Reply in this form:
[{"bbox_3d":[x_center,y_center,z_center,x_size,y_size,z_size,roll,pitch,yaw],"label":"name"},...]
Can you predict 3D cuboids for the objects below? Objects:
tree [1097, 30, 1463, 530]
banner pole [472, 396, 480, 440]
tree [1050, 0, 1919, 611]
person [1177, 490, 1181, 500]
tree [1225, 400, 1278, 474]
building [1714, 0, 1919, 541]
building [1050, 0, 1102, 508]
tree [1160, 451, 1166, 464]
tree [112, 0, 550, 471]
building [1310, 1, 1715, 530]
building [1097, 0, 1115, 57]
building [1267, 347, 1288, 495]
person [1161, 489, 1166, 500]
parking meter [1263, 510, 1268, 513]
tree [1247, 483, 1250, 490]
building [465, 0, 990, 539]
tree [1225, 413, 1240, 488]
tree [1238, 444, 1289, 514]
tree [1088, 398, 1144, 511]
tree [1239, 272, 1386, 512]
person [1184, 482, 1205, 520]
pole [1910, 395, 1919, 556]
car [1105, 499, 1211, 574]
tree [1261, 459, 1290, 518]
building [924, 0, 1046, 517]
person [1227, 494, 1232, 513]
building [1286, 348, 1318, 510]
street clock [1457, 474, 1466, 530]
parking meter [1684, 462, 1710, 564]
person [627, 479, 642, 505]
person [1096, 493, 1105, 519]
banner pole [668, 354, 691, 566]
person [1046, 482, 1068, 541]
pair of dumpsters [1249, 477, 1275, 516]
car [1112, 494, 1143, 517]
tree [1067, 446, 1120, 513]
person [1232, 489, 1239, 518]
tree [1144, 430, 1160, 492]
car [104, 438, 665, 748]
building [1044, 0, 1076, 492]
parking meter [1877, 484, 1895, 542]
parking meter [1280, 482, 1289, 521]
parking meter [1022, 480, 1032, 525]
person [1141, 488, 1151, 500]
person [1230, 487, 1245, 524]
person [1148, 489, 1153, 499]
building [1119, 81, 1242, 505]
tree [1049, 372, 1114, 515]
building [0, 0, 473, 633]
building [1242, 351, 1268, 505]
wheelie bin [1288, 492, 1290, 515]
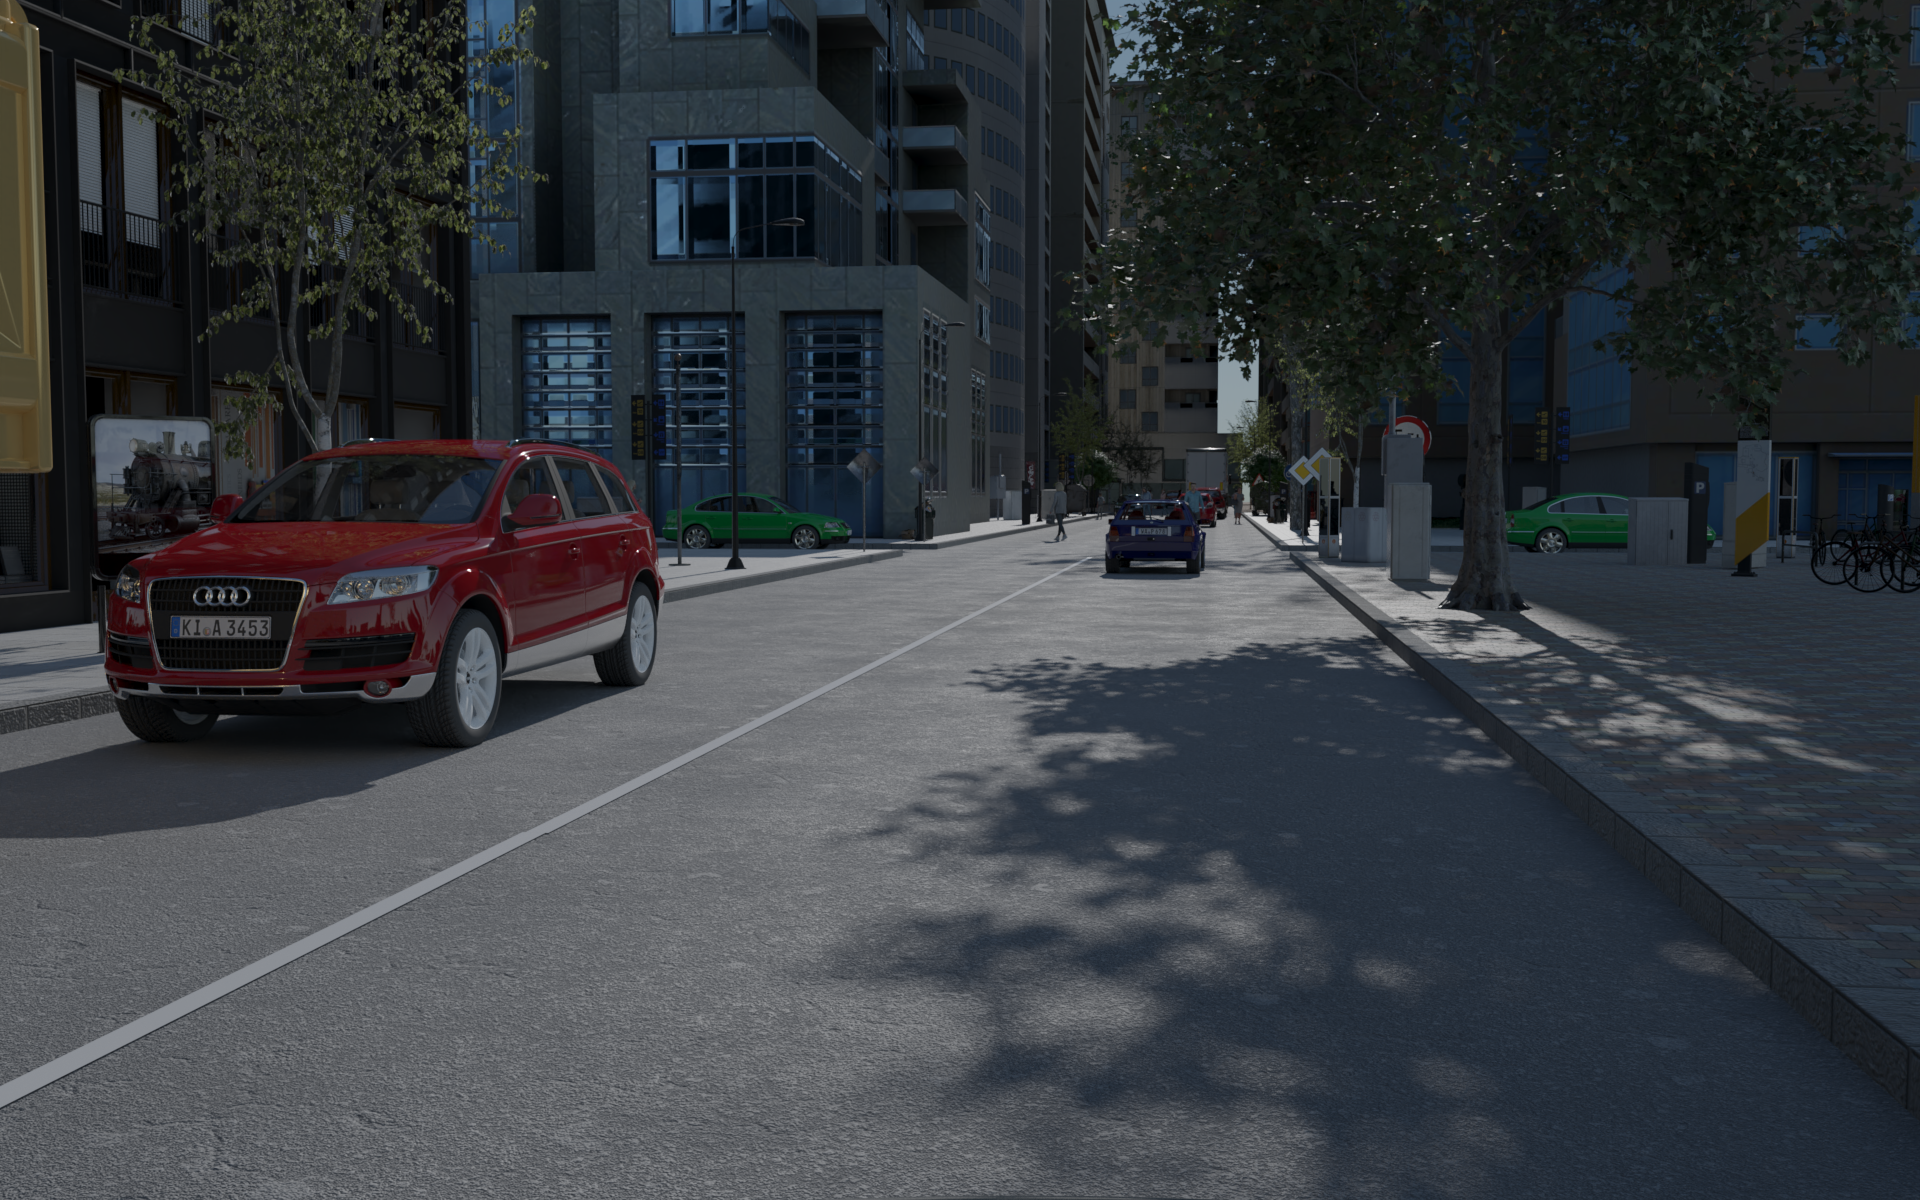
[{"bbox_3d":[10.980,-12.496,60.204,12.611,20.169,13.585,0,3,0],"label":"tree"},{"bbox_3d":[-11.034,-3.003,39.119,0.401,3.779,0.863,-3,5,-43],"label":"banner pole"},{"bbox_3d":[5.782,-6.247,19.147,9.611,12.733,9.660,0,3,0],"label":"tree"},{"bbox_3d":[19.818,-9.005,155.686,0.705,1.831,1.348,-1,4,-22],"label":"person"},{"bbox_3d":[22.736,-11.234,134.045,4.737,8.622,4.395,0,3,0],"label":"tree"},{"bbox_3d":[26.919,-24.596,52.261,14.200,45.320,14.600,1,4,8],"label":"building"},{"bbox_3d":[1.090,-32.376,153.046,21.300,48.544,21.600,1,4,8],"label":"building"},{"bbox_3d":[20.626,-14.914,194.213,4.360,8.622,3.978,0,3,0],"label":"tree"},{"bbox_3d":[-6.179,-4.069,16.891,4.360,8.622,3.978,0,3,0],"label":"tree"},{"bbox_3d":[22.241,-25.820,72.275,14.600,45.320,14.200,1,4,8],"label":"building"},{"bbox_3d":[1.752,-36.192,180.983,27.495,52.752,28.713,1,4,8],"label":"building"},{"bbox_3d":[42.868,-33.906,178.063,21.300,48.544,21.600,1,4,8],"label":"building"},{"bbox_3d":[13.005,-6.182,110.159,0.643,1.750,0.593,0,4,5],"label":"person"},{"bbox_3d":[20.531,-6.593,116.203,0.372,1.533,0.369,0,3,0],"label":"parking meter"},{"bbox_3d":[26.668,-9.778,154.472,1.663,3.219,1.824,0,3,0],"label":"tree"},{"bbox_3d":[-9.956,-45.918,63.429,22.319,86.520,31.000,1,4,8],"label":"building"},{"bbox_3d":[21.738,-10.826,127.360,4.360,8.622,3.978,0,3,0],"label":"tree"},{"bbox_3d":[19.591,-7.766,110.694,4.285,4.588,4.351,0,3,0],"label":"tree"},{"bbox_3d":[11.515,-11.147,132.613,4.360,8.622,3.978,0,3,0],"label":"tree"},{"bbox_3d":[10.765,-5.962,47.849,4.360,8.622,3.978,0,3,0],"label":"tree"},{"bbox_3d":[7.617,-2.932,56.453,0.660,1.820,0.620,-1,4,-12],"label":"person"},{"bbox_3d":[19.800,-2.569,35.846,0.158,3.312,0.155,0,3,0],"label":"pole"},{"bbox_3d":[3.716,-1.223,32.573,1.945,1.354,3.894,1,4,10],"label":"car"},{"bbox_3d":[17.568,-6.139,94.970,1.663,3.219,1.824,0,3,0],"label":"tree"},{"bbox_3d":[-6.805,-34.236,101.764,21.231,58.520,28.212,1,4,8],"label":"building"},{"bbox_3d":[19.910,-7.375,129.814,1.217,1.736,0.721,0,4,3],"label":"person"},{"bbox_3d":[39.451,-17.535,131.739,27.650,21.520,28.899,1,4,8],"label":"building"},{"bbox_3d":[17.967,-3.499,61.786,0.471,2.002,0.358,-3,4,-39],"label":"street clock"},{"bbox_3d":[13.574,-1.604,31.939,0.399,1.863,0.255,-1,4,-9],"label":"parking meter"},{"bbox_3d":[-8.239,-2.150,43.832,0.526,1.800,0.537,0,4,-3],"label":"person"},{"bbox_3d":[7.907,-5.309,97.891,0.523,1.515,0.503,2,4,32],"label":"person"},{"bbox_3d":[-4.978,-2.492,30.759,0.401,3.779,0.863,-1,4,-13],"label":"banner pole"},{"bbox_3d":[3.032,-2.736,53.408,0.709,1.800,0.728,-3,4,-38],"label":"person"},{"bbox_3d":[17.950,-6.115,102.478,1.574,2.255,4.437,1,4,9],"label":"pair of dumpsters"},{"bbox_3d":[9.966,-5.604,101.405,2.009,1.686,4.222,1,4,9],"label":"car"},{"bbox_3d":[9.143,-8.378,120.693,4.285,4.588,4.351,0,3,0],"label":"tree"},{"bbox_3d":[16.776,-5.863,105.198,0.563,1.720,0.643,1,4,18],"label":"person"},{"bbox_3d":[16.872,-13.428,169.915,4.360,8.622,3.978,0,3,0],"label":"tree"},{"bbox_3d":[-3.535,-0.177,11.567,2.281,1.827,5.304,0,4,7],"label":"car"},{"bbox_3d":[-1.497,-42.397,131.442,20.563,71.187,20.611,1,4,8],"label":"building"},{"bbox_3d":[23.477,-2.173,43.946,0.372,1.533,0.369,0,3,0],"label":"parking meter"},{"bbox_3d":[15.249,-4.635,81.496,0.399,1.863,0.255,1,4,18],"label":"parking meter"},{"bbox_3d":[2.802,-4.109,72.888,0.399,1.863,0.255,0,4,-3],"label":"parking meter"},{"bbox_3d":[10.363,-5.341,96.096,0.793,1.790,0.793,-1,4,-16],"label":"person"},{"bbox_3d":[13.405,-4.571,83.587,0.716,1.782,0.532,0,4,-7],"label":"person"},{"bbox_3d":[13.105,-6.769,119.736,0.480,1.755,0.524,-2,4,-26],"label":"person"},{"bbox_3d":[22.151,-38.623,220.719,27.495,52.752,28.713,1,4,8],"label":"building"},{"bbox_3d":[7.204,-9.400,104.058,4.737,8.622,4.395,0,3,0],"label":"tree"},{"bbox_3d":[-14.468,-11.530,18.198,12.332,23.373,15.834,1,4,8],"label":"building"},{"bbox_3d":[49.394,-34.126,212.576,28.867,44.769,22.147,1,4,8],"label":"building"},{"bbox_3d":[20.440,-5.989,105.824,0.980,1.594,0.693,-3,5,-40],"label":"wheelie bin"}]
